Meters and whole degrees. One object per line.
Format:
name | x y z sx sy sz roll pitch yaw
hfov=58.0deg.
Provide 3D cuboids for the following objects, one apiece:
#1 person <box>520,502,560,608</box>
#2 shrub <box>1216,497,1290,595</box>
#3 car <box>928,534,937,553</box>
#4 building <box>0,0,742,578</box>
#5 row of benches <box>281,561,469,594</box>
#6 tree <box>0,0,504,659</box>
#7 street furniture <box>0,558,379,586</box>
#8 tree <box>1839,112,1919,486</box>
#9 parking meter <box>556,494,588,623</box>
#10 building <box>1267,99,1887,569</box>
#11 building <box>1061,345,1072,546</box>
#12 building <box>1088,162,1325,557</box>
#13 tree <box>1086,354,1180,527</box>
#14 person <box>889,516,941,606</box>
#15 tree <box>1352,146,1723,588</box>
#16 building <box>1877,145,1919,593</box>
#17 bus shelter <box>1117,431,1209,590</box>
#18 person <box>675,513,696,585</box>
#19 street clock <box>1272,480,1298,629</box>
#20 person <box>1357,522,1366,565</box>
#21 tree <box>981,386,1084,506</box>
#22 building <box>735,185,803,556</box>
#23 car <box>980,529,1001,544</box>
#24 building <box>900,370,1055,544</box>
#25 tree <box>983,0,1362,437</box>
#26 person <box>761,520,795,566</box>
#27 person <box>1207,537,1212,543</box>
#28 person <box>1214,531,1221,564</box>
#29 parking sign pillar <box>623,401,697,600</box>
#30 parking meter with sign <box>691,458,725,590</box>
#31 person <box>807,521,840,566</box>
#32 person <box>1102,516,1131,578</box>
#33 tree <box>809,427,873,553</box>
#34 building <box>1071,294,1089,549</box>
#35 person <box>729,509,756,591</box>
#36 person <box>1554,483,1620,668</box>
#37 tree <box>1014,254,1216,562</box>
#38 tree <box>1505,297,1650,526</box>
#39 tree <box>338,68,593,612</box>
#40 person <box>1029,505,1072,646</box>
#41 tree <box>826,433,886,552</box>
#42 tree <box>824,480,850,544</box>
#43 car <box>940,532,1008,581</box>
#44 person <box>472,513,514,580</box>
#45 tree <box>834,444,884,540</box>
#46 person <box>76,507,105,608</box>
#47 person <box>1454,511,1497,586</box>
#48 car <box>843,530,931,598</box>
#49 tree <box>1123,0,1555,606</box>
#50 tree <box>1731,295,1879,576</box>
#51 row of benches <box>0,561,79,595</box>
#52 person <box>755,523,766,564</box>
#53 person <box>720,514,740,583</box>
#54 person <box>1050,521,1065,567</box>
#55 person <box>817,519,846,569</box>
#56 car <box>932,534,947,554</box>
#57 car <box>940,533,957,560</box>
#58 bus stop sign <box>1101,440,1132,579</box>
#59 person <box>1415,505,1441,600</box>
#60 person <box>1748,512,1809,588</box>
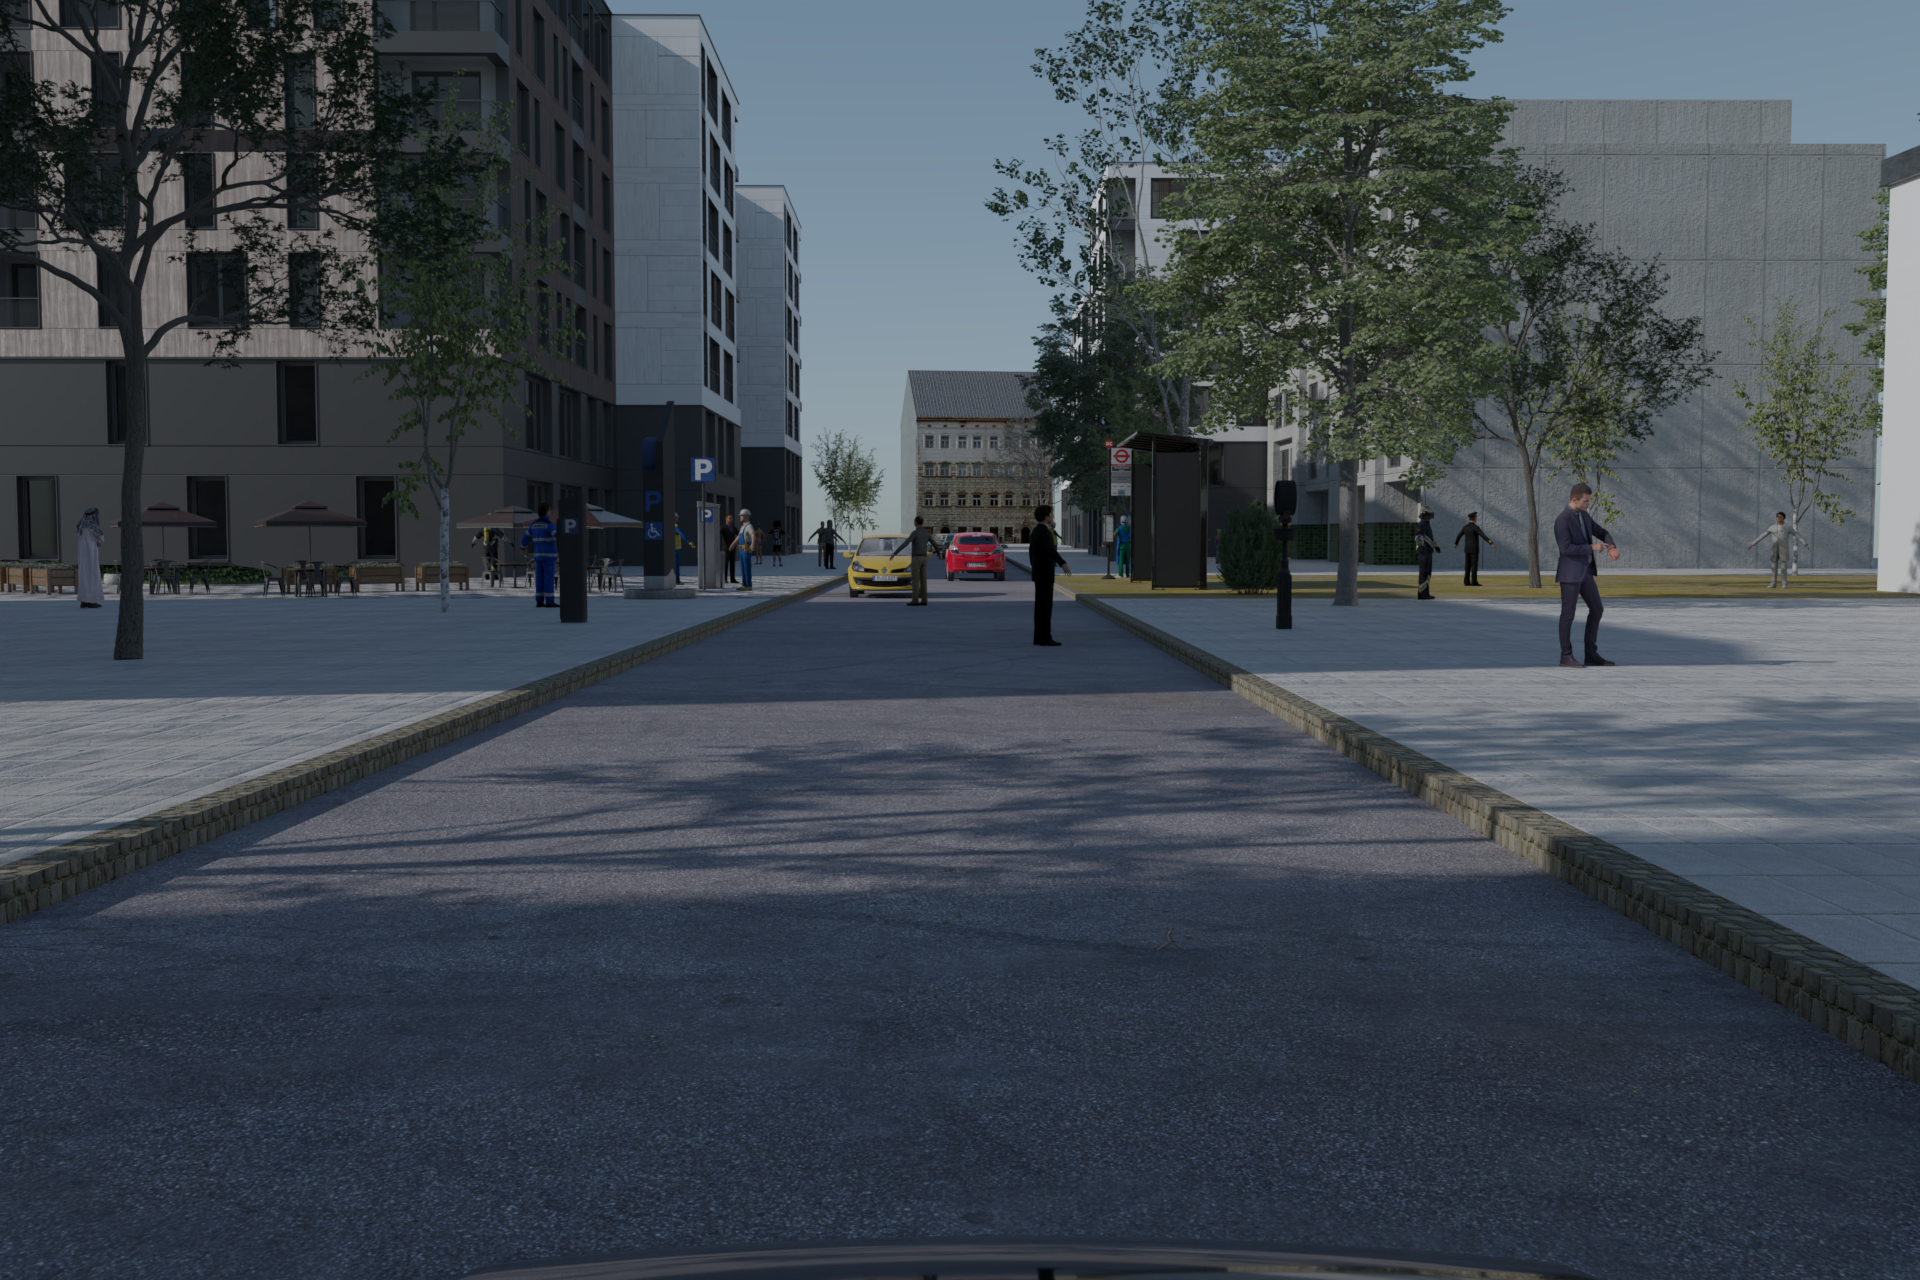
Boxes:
person | -7.227 -1.485 30.253 1.345 1.831 0.704 2 4 31
shrub | 6.234 -2.011 36.929 1.661 2.075 1.752 0 3 0
car | -1.542 -7.389 130.604 2.009 1.686 4.222 0 3 0
building | -24.118 -13.587 66.114 27.936 21.610 32.646 0 4 -1
row of benches | -12.921 -1.419 38.657 4.104 0.672 1.422 -2 4 -31
tree | -8.254 -5.091 17.659 7.601 10.594 8.767 -3 4 -39
street furniture | -20.388 -1.842 45.744 10.072 0.657 5.734 1 4 15
tree | 26.040 -7.673 43.582 7.486 12.596 7.792 0 3 0
parking meter | -5.623 -1.185 25.084 0.399 1.863 0.255 0 4 0
building | 25.376 -13.017 79.282 16.747 18.905 31.486 0 4 0
building | 25.678 -21.994 203.572 27.936 21.610 32.646 0 4 0
building | 22.036 -16.371 111.637 27.936 21.610 32.646 0 3 0
tree | 7.059 -7.414 71.581 4.737 8.622 4.395 0 3 0
person | -0.838 -1.584 34.630 1.348 1.796 0.705 -3 5 -43
tree | 13.682 -6.528 41.150 8.767 10.594 7.601 0 4 0
building | 25.291 -5.075 25.129 9.099 9.664 28.070 0 4 0
bus shelter | 4.958 -3.146 42.716 1.731 3.624 6.357 0 4 1
person | -7.191 -2.305 43.658 1.349 1.833 0.705 3 5 40
street clock | 4.378 -1.148 23.346 0.358 2.002 0.471 0 4 0
person | 16.088 -3.969 70.664 1.354 1.858 0.705 -3 5 -44
tree | 6.820 -14.060 140.243 12.009 13.543 11.850 0 3 0
building | -24.200 -15.618 99.321 27.936 21.610 32.646 0 4 -1
car | 0.887 -4.264 79.500 2.009 1.686 4.222 0 4 -1
building | 2.031 -24.361 231.688 18.063 23.208 19.493 0 4 -8
tree | 6.958 -12.401 58.637 12.611 20.169 13.585 0 3 0
person | -7.254 -3.835 68.840 1.345 1.843 0.704 0 4 6
person | 9.940 -4.000 72.121 1.216 1.740 0.721 -2 4 -27
person | 11.124 -3.978 74.312 0.599 1.433 0.991 0 4 -6
parking sign pillar | -5.989 -2.814 34.476 1.447 3.967 1.447 0 4 1
parking meter with sign | -5.847 -2.706 40.503 0.543 3.016 1.738 0 4 1
person | -5.439 -3.820 68.732 1.348 1.796 0.705 -2 4 -24
person | 4.793 -2.735 50.844 1.347 1.817 0.704 -2 4 -27
tree | -8.380 -10.336 119.360 4.737 8.622 4.395 0 3 0
building | 24.338 -19.585 164.181 27.936 21.610 32.646 0 4 0
person | -4.879 -2.041 39.230 0.705 1.847 1.347 -2 4 -29
person | 6.052 -0.620 16.631 0.683 1.767 0.568 -3 5 -40
tree | 7.377 -10.656 80.877 9.857 13.997 8.962 0 3 0
tree | 19.137 -6.275 52.954 4.737 8.622 4.395 0 3 0
tree | -8.374 -4.774 28.423 4.737 8.622 4.395 0 3 0
person | 1.107 -0.833 22.269 0.705 1.806 1.347 -1 4 -16
tree | -7.835 -10.750 126.131 4.737 8.622 4.395 0 3 0
tree | -15.619 -17.151 230.774 4.360 8.622 3.978 0 3 0
car | 0.455 -2.768 54.289 2.155 1.783 4.494 0 4 -1
person | -13.104 -2.610 48.457 1.354 1.856 0.705 1 4 16
tree | -7.939 -11.544 139.104 4.737 8.622 4.395 0 3 0
person | -15.065 -1.427 30.040 0.551 1.740 0.621 2 4 24
person | 12.635 -2.246 42.662 0.705 1.837 1.347 -2 4 -30
car | -1.661 -1.834 40.213 2.015 1.641 3.980 0 3 0
tree | 6.824 -6.914 31.173 7.486 12.596 7.792 0 3 0
tree | 25.707 -6.277 52.986 4.737 8.622 4.395 0 3 0
row of benches | -20.468 -1.383 38.073 4.104 0.672 1.422 3 5 44
person | -8.576 -4.059 73.175 0.721 1.733 1.217 2 4 34
person | -5.990 -2.376 45.073 1.346 1.802 0.704 -3 5 -42
person | 3.732 -3.759 67.918 0.721 1.772 1.216 -2 4 -32
person | -4.736 -3.493 63.233 1.348 1.813 0.705 3 4 36
car | -1.138 -7.056 125.582 2.015 1.641 3.980 0 4 0
car | -0.139 -5.511 98.901 1.959 1.807 4.718 0 4 -1
bus stop sign | 4.430 -3.688 48.995 0.855 3.939 0.416 0 4 -1
person | 9.147 -1.717 33.938 0.704 1.845 1.351 2 4 29
person | 19.407 -2.130 41.019 1.347 1.806 0.705 3 5 40
